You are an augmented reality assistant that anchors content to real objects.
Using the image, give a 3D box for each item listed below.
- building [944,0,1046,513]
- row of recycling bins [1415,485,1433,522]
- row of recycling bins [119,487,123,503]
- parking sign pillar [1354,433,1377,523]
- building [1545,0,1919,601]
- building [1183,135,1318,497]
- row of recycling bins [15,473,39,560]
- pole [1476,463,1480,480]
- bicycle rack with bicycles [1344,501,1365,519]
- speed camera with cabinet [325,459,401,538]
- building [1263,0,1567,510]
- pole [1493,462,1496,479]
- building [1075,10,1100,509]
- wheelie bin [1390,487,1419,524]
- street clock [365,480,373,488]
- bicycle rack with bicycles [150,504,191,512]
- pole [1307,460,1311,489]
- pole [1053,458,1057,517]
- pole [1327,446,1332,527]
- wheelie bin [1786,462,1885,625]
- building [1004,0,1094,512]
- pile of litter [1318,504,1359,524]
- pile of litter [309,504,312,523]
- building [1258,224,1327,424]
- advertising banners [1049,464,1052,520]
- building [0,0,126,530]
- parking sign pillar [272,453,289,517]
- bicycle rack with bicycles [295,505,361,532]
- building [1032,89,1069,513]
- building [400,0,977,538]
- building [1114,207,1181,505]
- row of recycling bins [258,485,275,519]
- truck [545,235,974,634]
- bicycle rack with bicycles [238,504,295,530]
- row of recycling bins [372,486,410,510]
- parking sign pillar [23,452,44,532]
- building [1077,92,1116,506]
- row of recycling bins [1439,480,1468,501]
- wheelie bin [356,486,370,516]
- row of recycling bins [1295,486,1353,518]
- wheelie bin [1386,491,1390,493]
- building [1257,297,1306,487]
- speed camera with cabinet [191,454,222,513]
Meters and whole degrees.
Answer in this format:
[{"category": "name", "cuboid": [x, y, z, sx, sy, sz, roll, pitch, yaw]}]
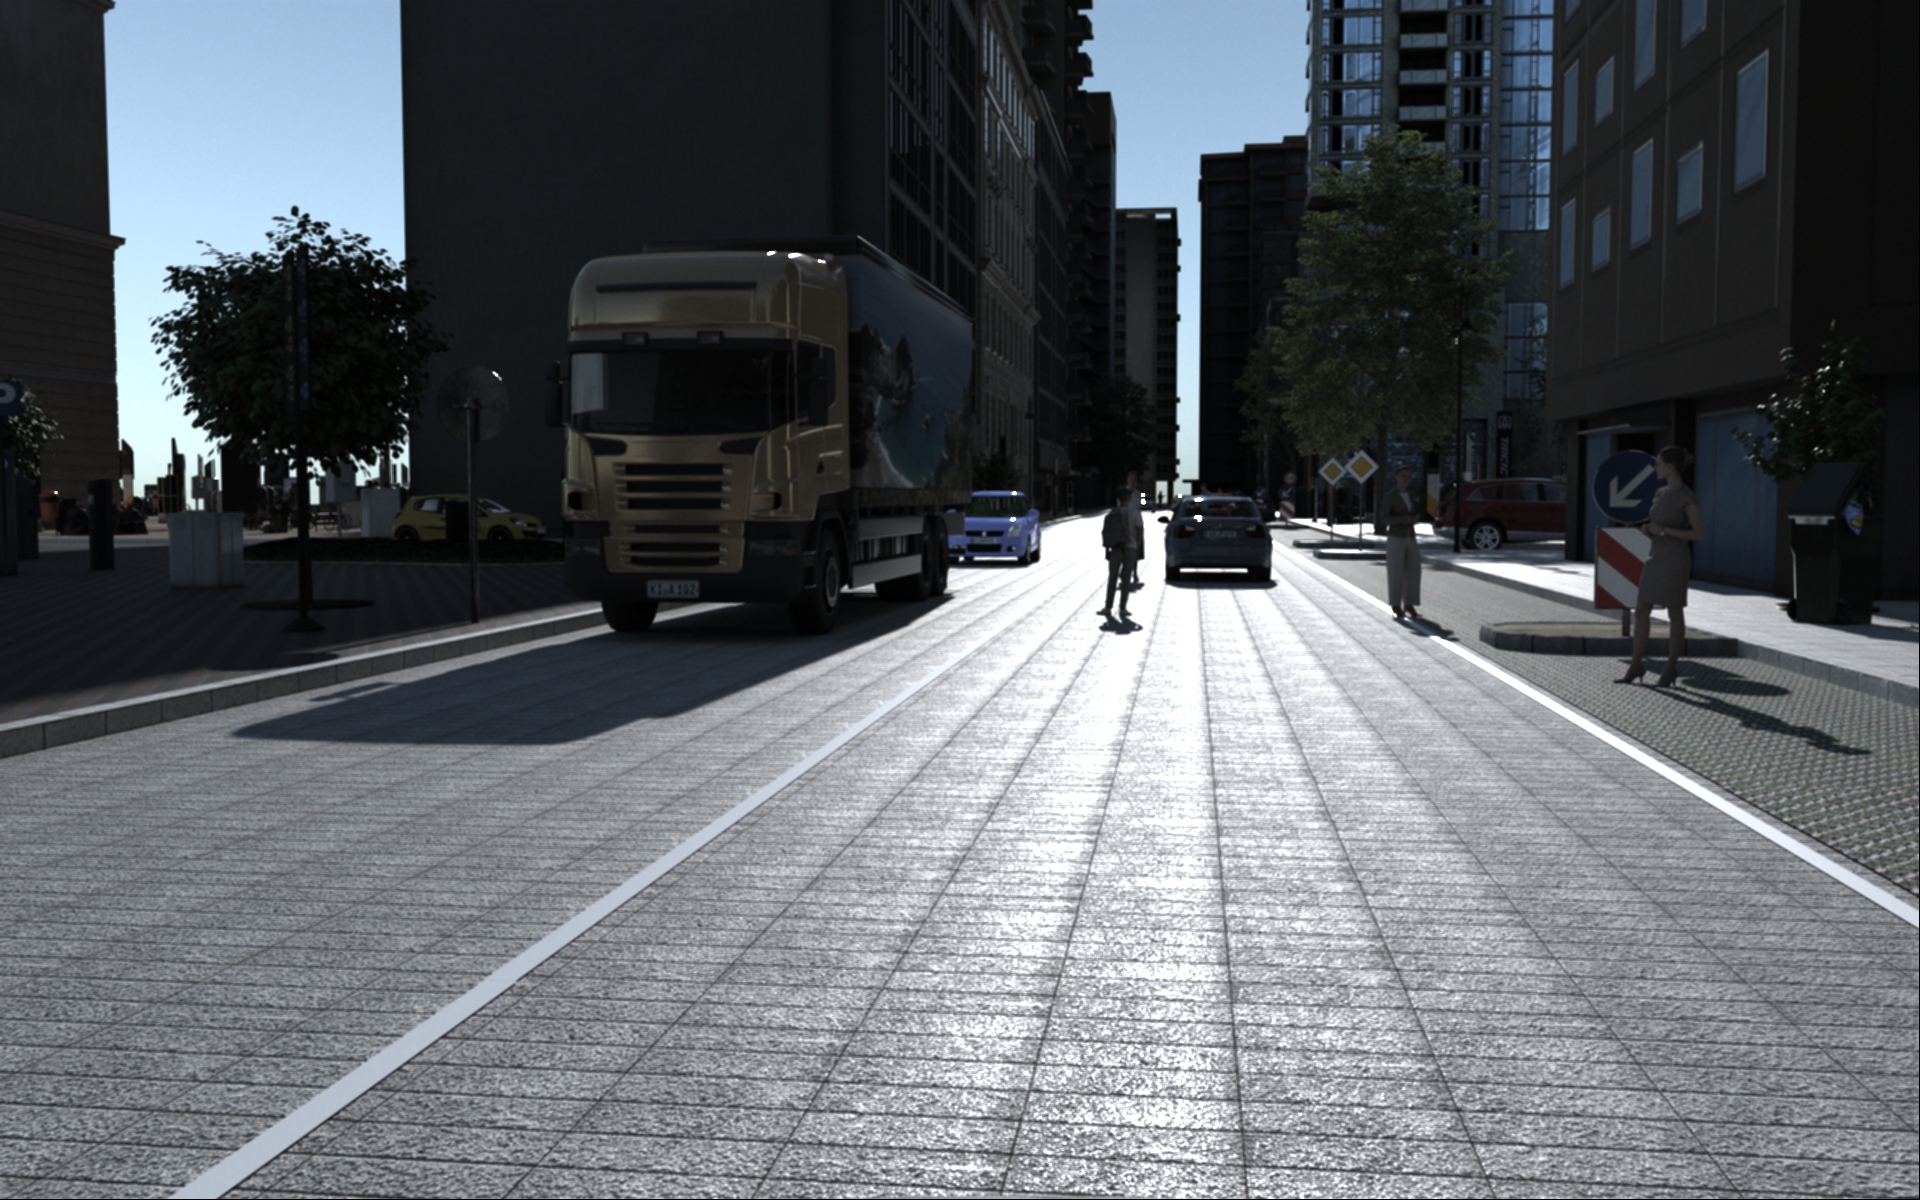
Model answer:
[{"category": "building", "cuboid": [-3.039, -17.609, 85.162, 12.463, 27.353, 25.104, 0, 4, 8]}, {"category": "row of recycling bins", "cuboid": [21.749, -4.496, 80.624, 1.069, 1.692, 3.534, 0, 4, 6]}, {"category": "row of recycling bins", "cuboid": [-39.478, -4.459, 80.013, 1.069, 1.692, 3.534, 0, 4, -8]}, {"category": "parking sign pillar", "cuboid": [18.114, -5.381, 76.448, 1.447, 3.967, 1.447, 1, 4, 11]}, {"category": "building", "cuboid": [17.526, -22.945, 25.263, 14.600, 45.320, 14.200, 0, 4, 8]}, {"category": "building", "cuboid": [42.296, -34.233, 214.326, 28.867, 44.769, 22.147, 0, 4, 8]}, {"category": "row of recycling bins", "cuboid": [-19.669, -1.689, 34.725, 3.534, 1.692, 1.069, 3, 4, 37]}, {"category": "pole", "cuboid": [34.383, -7.413, 115.051, 0.158, 3.312, 0.155, 0, 3, 0]}, {"category": "bicycle rack with bicycles", "cuboid": [20.867, -4.621, 88.934, 2.925, 0.926, 2.852, -1, 4, -17]}, {"category": "speed camera with cabinet", "cuboid": [-17.300, -3.416, 50.194, 0.660, 3.252, 2.038, 3, 5, 44]}, {"category": "building", "cuboid": [35.774, -50.200, 133.448, 22.319, 86.520, 31.000, 0, 4, 8]}, {"category": "pole", "cuboid": [34.292, -7.170, 111.079, 0.158, 3.312, 0.155, 0, 3, 0]}, {"category": "building", "cuboid": [2.814, -44.321, 162.892, 20.563, 71.187, 20.611, 0, 4, 8]}, {"category": "wheelie bin", "cuboid": [19.256, -4.077, 74.574, 0.980, 1.594, 0.693, -1, 4, -16]}, {"category": "street clock", "cuboid": [-30.250, -5.143, 88.651, 0.358, 2.002, 0.471, -3, 5, -39]}, {"category": "bicycle rack with bicycles", "cuboid": [-50.880, -6.003, 111.537, 2.925, 0.926, 2.852, 0, 4, 7]}, {"category": "pole", "cuboid": [20.697, -6.657, 102.681, 0.158, 3.312, 0.155, 0, 3, 0]}, {"category": "pole", "cuboid": [5.428, -6.400, 98.482, 0.158, 3.312, 0.155, 0, 3, 0]}, {"category": "pole", "cuboid": [14.592, -4.552, 68.266, 0.158, 3.312, 0.155, 0, 3, 0]}, {"category": "wheelie bin", "cuboid": [8.718, -0.573, 17.277, 0.693, 1.594, 0.980, -1, 4, -18]}, {"category": "building", "cuboid": [-0.900, -29.579, 138.233, 22.147, 44.769, 28.867, 0, 4, 8]}, {"category": "pile of litter", "cuboid": [16.332, -3.715, 74.699, 1.719, 0.858, 1.176, 1, 4, 21]}, {"category": "pile of litter", "cuboid": [-29.254, -3.941, 78.401, 1.719, 0.858, 1.176, 2, 4, 28]}, {"category": "building", "cuboid": [39.230, -25.371, 186.509, 14.160, 30.474, 14.107, 0, 4, 8]}, {"category": "advertising banners", "cuboid": [4.440, -5.436, 85.060, 0.090, 3.025, 2.074, 0, 4, 5]}, {"category": "building", "cuboid": [-42.367, -16.770, 60.087, 20.117, 28.700, 13.634, 0, 4, 8]}, {"category": "parking sign pillar", "cuboid": [-38.175, -6.624, 96.781, 1.447, 3.967, 1.447, 0, 4, 7]}, {"category": "bicycle rack with bicycles", "cuboid": [-20.712, -2.824, 59.553, 2.852, 0.926, 2.925, 0, 4, 5]}, {"category": "building", "cuboid": [-1.073, -19.342, 109.756, 14.314, 27.812, 24.014, 0, 4, 8]}, {"category": "building", "cuboid": [-7.661, -16.362, 61.032, 14.314, 27.812, 24.014, 0, 4, 8]}, {"category": "building", "cuboid": [16.192, -32.456, 222.538, 23.993, 40.220, 32.217, 0, 4, 8]}, {"category": "row of recycling bins", "cuboid": [-33.152, -4.527, 81.134, 1.069, 1.692, 3.534, 0, 4, 5]}, {"category": "truck", "cuboid": [-1.912, -1.976, 21.214, 2.839, 4.237, 11.283, 1, 4, 9]}, {"category": "bicycle rack with bicycles", "cuboid": [-24.844, -2.978, 62.075, 2.925, 0.926, 2.852, 0, 4, -7]}, {"category": "row of recycling bins", "cuboid": [-30.081, -5.207, 92.244, 3.534, 1.692, 1.069, 2, 4, 26]}, {"category": "parking sign pillar", "cuboid": [-31.489, -4.246, 57.890, 1.447, 3.967, 1.447, -2, 4, -33]}, {"category": "building", "cuboid": [9.667, -33.059, 190.625, 14.200, 45.320, 14.600, 0, 4, 8]}, {"category": "row of recycling bins", "cuboid": [15.794, -2.645, 50.351, 3.534, 1.692, 1.069, -1, 4, -13]}, {"category": "wheelie bin", "cuboid": [-23.157, -3.619, 67.084, 0.693, 1.594, 0.980, 2, 4, 32]}, {"category": "row of recycling bins", "cuboid": [19.749, -5.327, 94.214, 3.534, 1.692, 1.069, -2, 4, -24]}, {"category": "wheelie bin", "cuboid": [27.695, -6.326, 111.332, 0.693, 1.594, 0.980, 1, 4, 22]}, {"category": "building", "cuboid": [42.846, -19.548, 164.650, 27.650, 21.520, 28.899, 0, 4, 8]}, {"category": "speed camera with cabinet", "cuboid": [-37.221, -5.633, 86.428, 2.038, 3.252, 0.660, -2, 4, -30]}]
